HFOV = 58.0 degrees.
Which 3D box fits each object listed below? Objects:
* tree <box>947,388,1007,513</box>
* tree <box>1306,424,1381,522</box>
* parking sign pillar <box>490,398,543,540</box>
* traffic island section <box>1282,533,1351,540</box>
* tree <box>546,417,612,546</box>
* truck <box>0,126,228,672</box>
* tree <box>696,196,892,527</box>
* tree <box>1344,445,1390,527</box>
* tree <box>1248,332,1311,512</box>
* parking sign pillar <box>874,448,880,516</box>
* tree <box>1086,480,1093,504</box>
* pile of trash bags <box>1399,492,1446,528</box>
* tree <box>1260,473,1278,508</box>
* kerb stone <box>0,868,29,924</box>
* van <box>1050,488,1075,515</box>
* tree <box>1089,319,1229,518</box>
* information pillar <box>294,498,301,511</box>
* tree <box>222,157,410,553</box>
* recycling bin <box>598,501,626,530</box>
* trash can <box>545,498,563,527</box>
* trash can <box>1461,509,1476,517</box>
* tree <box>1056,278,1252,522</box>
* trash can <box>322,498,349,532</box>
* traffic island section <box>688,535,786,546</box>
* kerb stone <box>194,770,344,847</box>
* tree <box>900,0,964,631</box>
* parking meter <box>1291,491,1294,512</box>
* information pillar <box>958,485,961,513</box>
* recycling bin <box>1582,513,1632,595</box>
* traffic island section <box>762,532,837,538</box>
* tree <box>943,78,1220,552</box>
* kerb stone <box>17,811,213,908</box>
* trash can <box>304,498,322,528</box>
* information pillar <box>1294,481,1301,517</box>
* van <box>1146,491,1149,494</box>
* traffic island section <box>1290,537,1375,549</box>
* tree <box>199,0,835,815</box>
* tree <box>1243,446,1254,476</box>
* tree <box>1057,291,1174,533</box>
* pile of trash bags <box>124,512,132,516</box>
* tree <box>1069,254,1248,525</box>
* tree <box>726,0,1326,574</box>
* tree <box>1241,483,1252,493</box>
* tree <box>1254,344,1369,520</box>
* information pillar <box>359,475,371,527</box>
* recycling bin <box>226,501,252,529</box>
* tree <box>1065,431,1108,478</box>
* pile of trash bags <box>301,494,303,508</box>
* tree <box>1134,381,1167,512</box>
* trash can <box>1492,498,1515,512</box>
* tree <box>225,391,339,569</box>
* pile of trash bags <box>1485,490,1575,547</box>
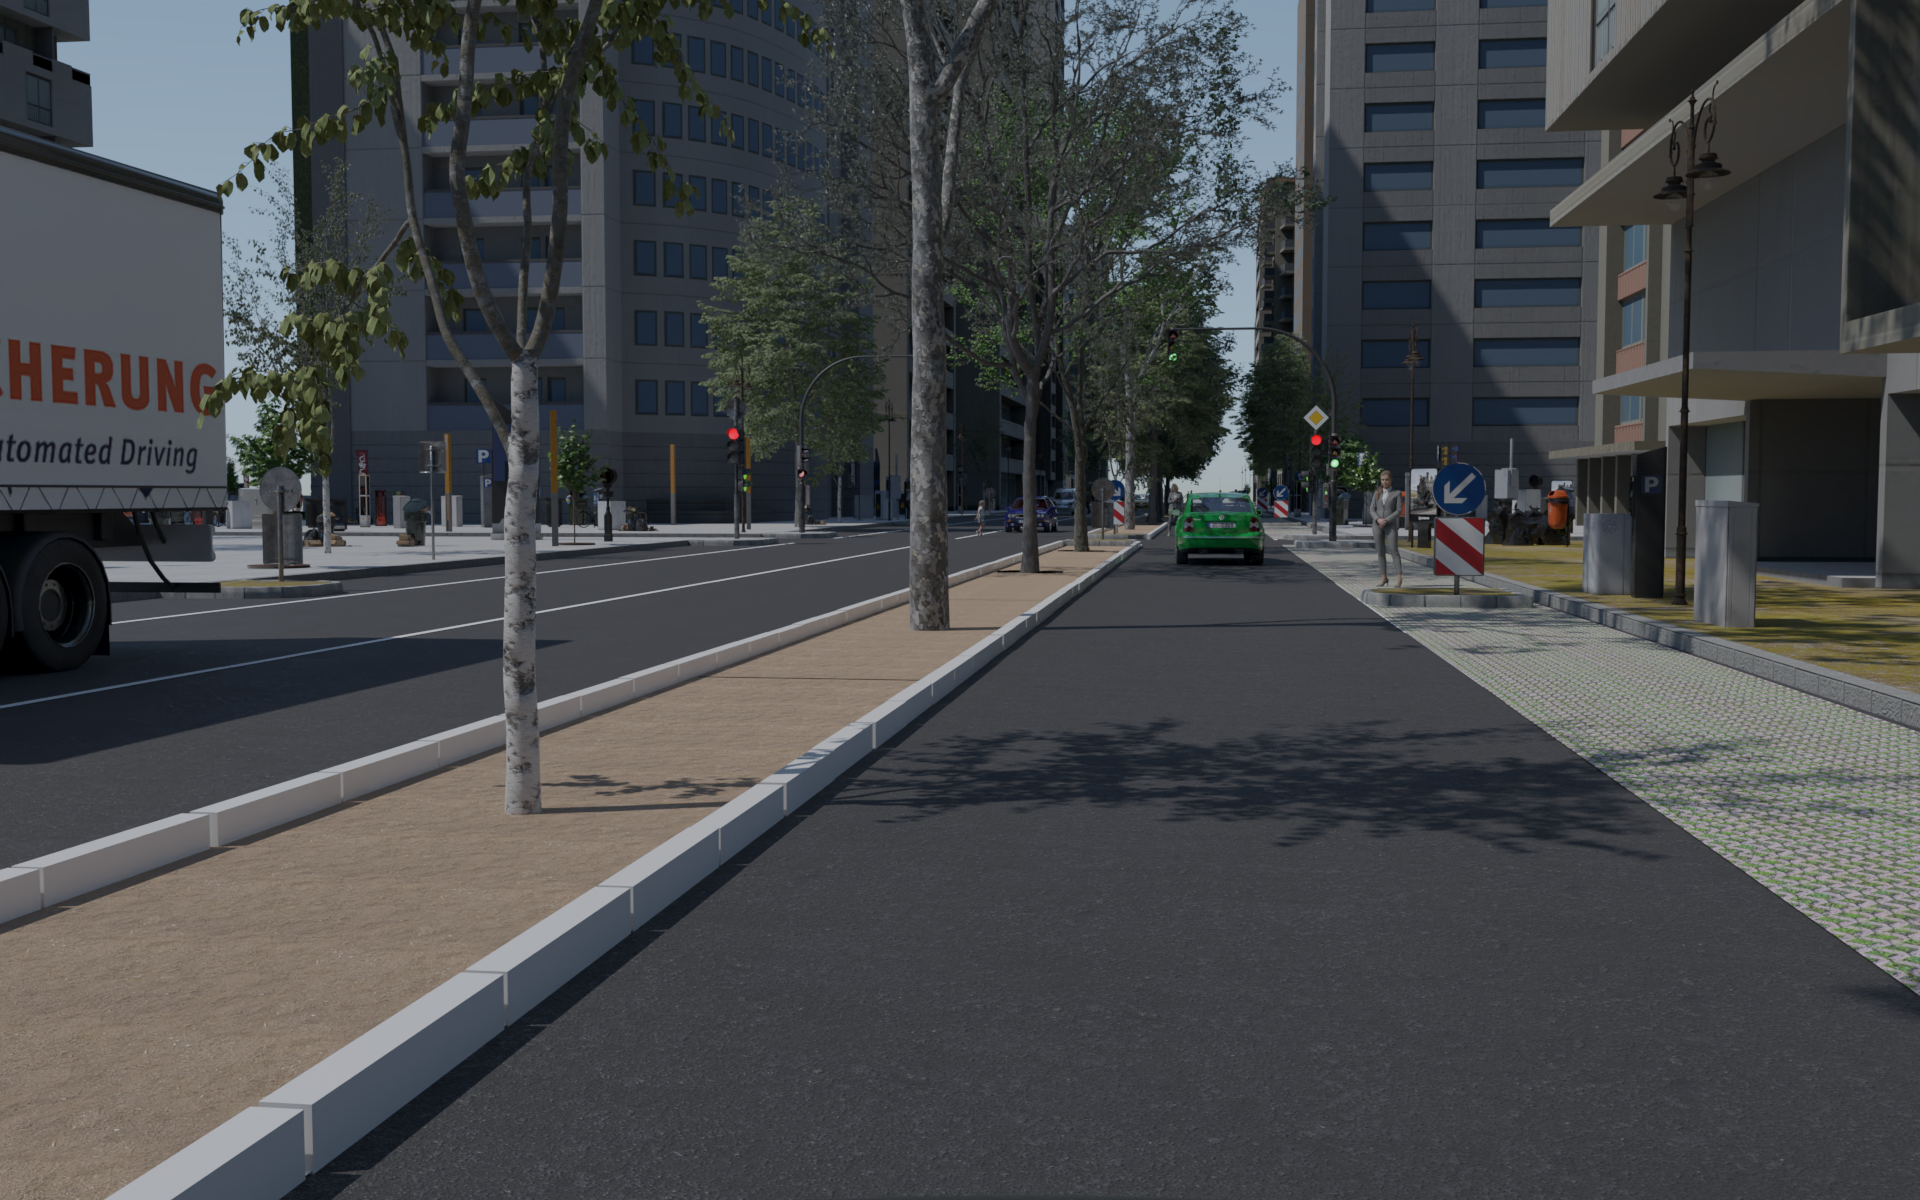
[{"bbox_3d":[1.463,-10.363,119.803,4.360,8.622,3.978,0,3,0],"label":"tree"},{"bbox_3d":[18.044,-5.974,81.388,4.285,4.588,4.351,0,3,0],"label":"tree"},{"bbox_3d":[-12.472,-3.680,48.642,1.447,3.967,1.447,0,4,-7],"label":"parking sign pillar"},{"bbox_3d":[11.276,-1.999,54.962,2.009,0.180,2.903,1,4,8],"label":"traffic island section"},{"bbox_3d":[-9.597,-3.000,43.645,1.663,3.219,1.824,0,3,0],"label":"tree"},{"bbox_3d":[-8.805,-1.339,10.805,2.839,4.237,11.283,0,4,8],"label":"truck"},{"bbox_3d":[-6.644,-9.099,66.888,7.486,12.596,7.792,0,3,0],"label":"tree"},{"bbox_3d":[15.876,-4.477,67.797,1.663,3.219,1.824,0,3,0],"label":"tree"},{"bbox_3d":[22.661,-12.472,122.039,7.486,12.596,7.792,0,3,0],"label":"tree"},{"bbox_3d":[-4.970,-6.919,101.601,1.447,3.967,1.447,-1,4,-10],"label":"parking sign pillar"},{"bbox_3d":[17.843,-14.601,233.321,1.663,3.219,1.824,0,3,0],"label":"tree"},{"bbox_3d":[17.133,-3.356,64.626,1.912,1.369,3.447,3,4,36],"label":"pile of trash bags"},{"bbox_3d":[28.747,-10.140,160.385,1.663,3.219,1.824,0,3,0],"label":"tree"},{"bbox_3d":[-3.280,1.025,5.444,0.120,0.150,1.000,1,4,8],"label":"kerb stone"},{"bbox_3d":[7.258,-6.900,119.819,2.013,2.044,4.112,1,4,9],"label":"van"},{"bbox_3d":[13.096,-12.465,112.921,9.857,13.997,8.962,0,3,0],"label":"tree"},{"bbox_3d":[-38.942,-5.947,101.733,0.304,2.012,0.304,-3,5,-43],"label":"information pillar"},{"bbox_3d":[-13.901,-5.306,37.108,4.360,8.622,3.978,0,3,0],"label":"tree"},{"bbox_3d":[-12.429,-3.014,61.832,0.722,1.027,0.722,3,4,37],"label":"recycling bin"},{"bbox_3d":[-15.745,-3.397,67.189,0.748,1.137,0.748,0,3,0],"label":"trash can"},{"bbox_3d":[16.880,-2.819,57.747,0.748,1.137,0.748,0,3,0],"label":"trash can"},{"bbox_3d":[9.805,-10.261,87.238,9.611,12.733,9.660,0,3,0],"label":"tree"},{"bbox_3d":[-21.319,-2.915,59.319,0.748,1.137,0.748,0,3,0],"label":"trash can"},{"bbox_3d":[-6.384,-1.661,49.435,2.009,0.180,2.903,1,4,8],"label":"traffic island section"},{"bbox_3d":[-2.979,0.900,7.482,0.120,0.150,1.000,1,4,8],"label":"kerb stone"},{"bbox_3d":[0.761,-9.677,16.566,12.611,20.169,13.585,0,3,0],"label":"tree"},{"bbox_3d":[23.929,-7.084,124.239,0.372,1.533,0.369,0,3,0],"label":"parking meter"},{"bbox_3d":[0.034,-6.880,116.980,0.304,2.012,0.304,1,4,12],"label":"information pillar"},{"bbox_3d":[8.459,-0.595,22.285,0.722,1.027,0.722,0,4,8],"label":"recycling bin"},{"bbox_3d":[-5.245,-2.144,57.339,2.009,0.180,2.903,1,4,8],"label":"traffic island section"},{"bbox_3d":[2.910,-6.995,42.589,9.928,11.665,9.643,0,3,0],"label":"tree"},{"bbox_3d":[-3.137,0.963,6.456,0.120,0.150,1.000,1,4,8],"label":"kerb stone"},{"bbox_3d":[-24.529,-3.309,65.750,0.748,1.137,0.748,0,3,0],"label":"trash can"},{"bbox_3d":[18.661,-5.578,95.698,0.304,2.012,0.304,-1,4,-15],"label":"information pillar"},{"bbox_3d":[22.675,-12.116,205.102,2.013,2.044,4.112,0,4,7],"label":"van"},{"bbox_3d":[10.137,-1.515,47.058,2.009,0.180,2.903,1,4,8],"label":"traffic island section"},{"bbox_3d":[-1.961,-3.358,7.730,4.737,8.622,4.395,0,3,0],"label":"tree"},{"bbox_3d":[37.339,-16.280,216.545,4.737,8.622,4.395,0,3,0],"label":"tree"},{"bbox_3d":[5.396,-6.534,59.655,4.360,8.622,3.978,0,3,0],"label":"tree"},{"bbox_3d":[-53.017,-6.246,111.871,3.447,1.369,1.912,-1,4,-21],"label":"pile of trash bags"},{"bbox_3d":[8.882,-9.668,78.653,7.486,12.596,7.792,0,3,0],"label":"tree"},{"bbox_3d":[1.258,-7.234,31.099,12.009,13.543,11.850,0,3,0],"label":"tree"},{"bbox_3d":[44.185,-16.683,267.369,1.663,3.219,1.824,0,3,0],"label":"tree"},{"bbox_3d":[18.034,-8.312,86.264,4.737,8.622,4.395,0,3,0],"label":"tree"},{"bbox_3d":[-22.914,-3.803,66.669,0.304,2.012,0.304,0,4,7],"label":"information pillar"},{"bbox_3d":[-26.620,-3.144,63.951,0.722,1.027,0.722,-3,5,-40],"label":"recycling bin"},{"bbox_3d":[14.364,-16.713,207.676,8.767,10.594,7.601,0,4,6],"label":"tree"},{"bbox_3d":[-38.352,-5.768,104.054,3.447,1.369,1.912,-3,5,-42],"label":"pile of trash bags"},{"bbox_3d":[10.853,-8.752,95.906,4.737,8.622,4.395,0,3,0],"label":"tree"},{"bbox_3d":[19.071,-3.007,60.812,0.748,1.137,0.748,0,3,0],"label":"trash can"},{"bbox_3d":[-11.982,-2.171,30.101,1.663,3.219,1.824,0,3,0],"label":"tree"},{"bbox_3d":[14.398,-2.047,43.225,1.912,1.369,3.447,0,4,-2],"label":"pile of trash bags"}]
